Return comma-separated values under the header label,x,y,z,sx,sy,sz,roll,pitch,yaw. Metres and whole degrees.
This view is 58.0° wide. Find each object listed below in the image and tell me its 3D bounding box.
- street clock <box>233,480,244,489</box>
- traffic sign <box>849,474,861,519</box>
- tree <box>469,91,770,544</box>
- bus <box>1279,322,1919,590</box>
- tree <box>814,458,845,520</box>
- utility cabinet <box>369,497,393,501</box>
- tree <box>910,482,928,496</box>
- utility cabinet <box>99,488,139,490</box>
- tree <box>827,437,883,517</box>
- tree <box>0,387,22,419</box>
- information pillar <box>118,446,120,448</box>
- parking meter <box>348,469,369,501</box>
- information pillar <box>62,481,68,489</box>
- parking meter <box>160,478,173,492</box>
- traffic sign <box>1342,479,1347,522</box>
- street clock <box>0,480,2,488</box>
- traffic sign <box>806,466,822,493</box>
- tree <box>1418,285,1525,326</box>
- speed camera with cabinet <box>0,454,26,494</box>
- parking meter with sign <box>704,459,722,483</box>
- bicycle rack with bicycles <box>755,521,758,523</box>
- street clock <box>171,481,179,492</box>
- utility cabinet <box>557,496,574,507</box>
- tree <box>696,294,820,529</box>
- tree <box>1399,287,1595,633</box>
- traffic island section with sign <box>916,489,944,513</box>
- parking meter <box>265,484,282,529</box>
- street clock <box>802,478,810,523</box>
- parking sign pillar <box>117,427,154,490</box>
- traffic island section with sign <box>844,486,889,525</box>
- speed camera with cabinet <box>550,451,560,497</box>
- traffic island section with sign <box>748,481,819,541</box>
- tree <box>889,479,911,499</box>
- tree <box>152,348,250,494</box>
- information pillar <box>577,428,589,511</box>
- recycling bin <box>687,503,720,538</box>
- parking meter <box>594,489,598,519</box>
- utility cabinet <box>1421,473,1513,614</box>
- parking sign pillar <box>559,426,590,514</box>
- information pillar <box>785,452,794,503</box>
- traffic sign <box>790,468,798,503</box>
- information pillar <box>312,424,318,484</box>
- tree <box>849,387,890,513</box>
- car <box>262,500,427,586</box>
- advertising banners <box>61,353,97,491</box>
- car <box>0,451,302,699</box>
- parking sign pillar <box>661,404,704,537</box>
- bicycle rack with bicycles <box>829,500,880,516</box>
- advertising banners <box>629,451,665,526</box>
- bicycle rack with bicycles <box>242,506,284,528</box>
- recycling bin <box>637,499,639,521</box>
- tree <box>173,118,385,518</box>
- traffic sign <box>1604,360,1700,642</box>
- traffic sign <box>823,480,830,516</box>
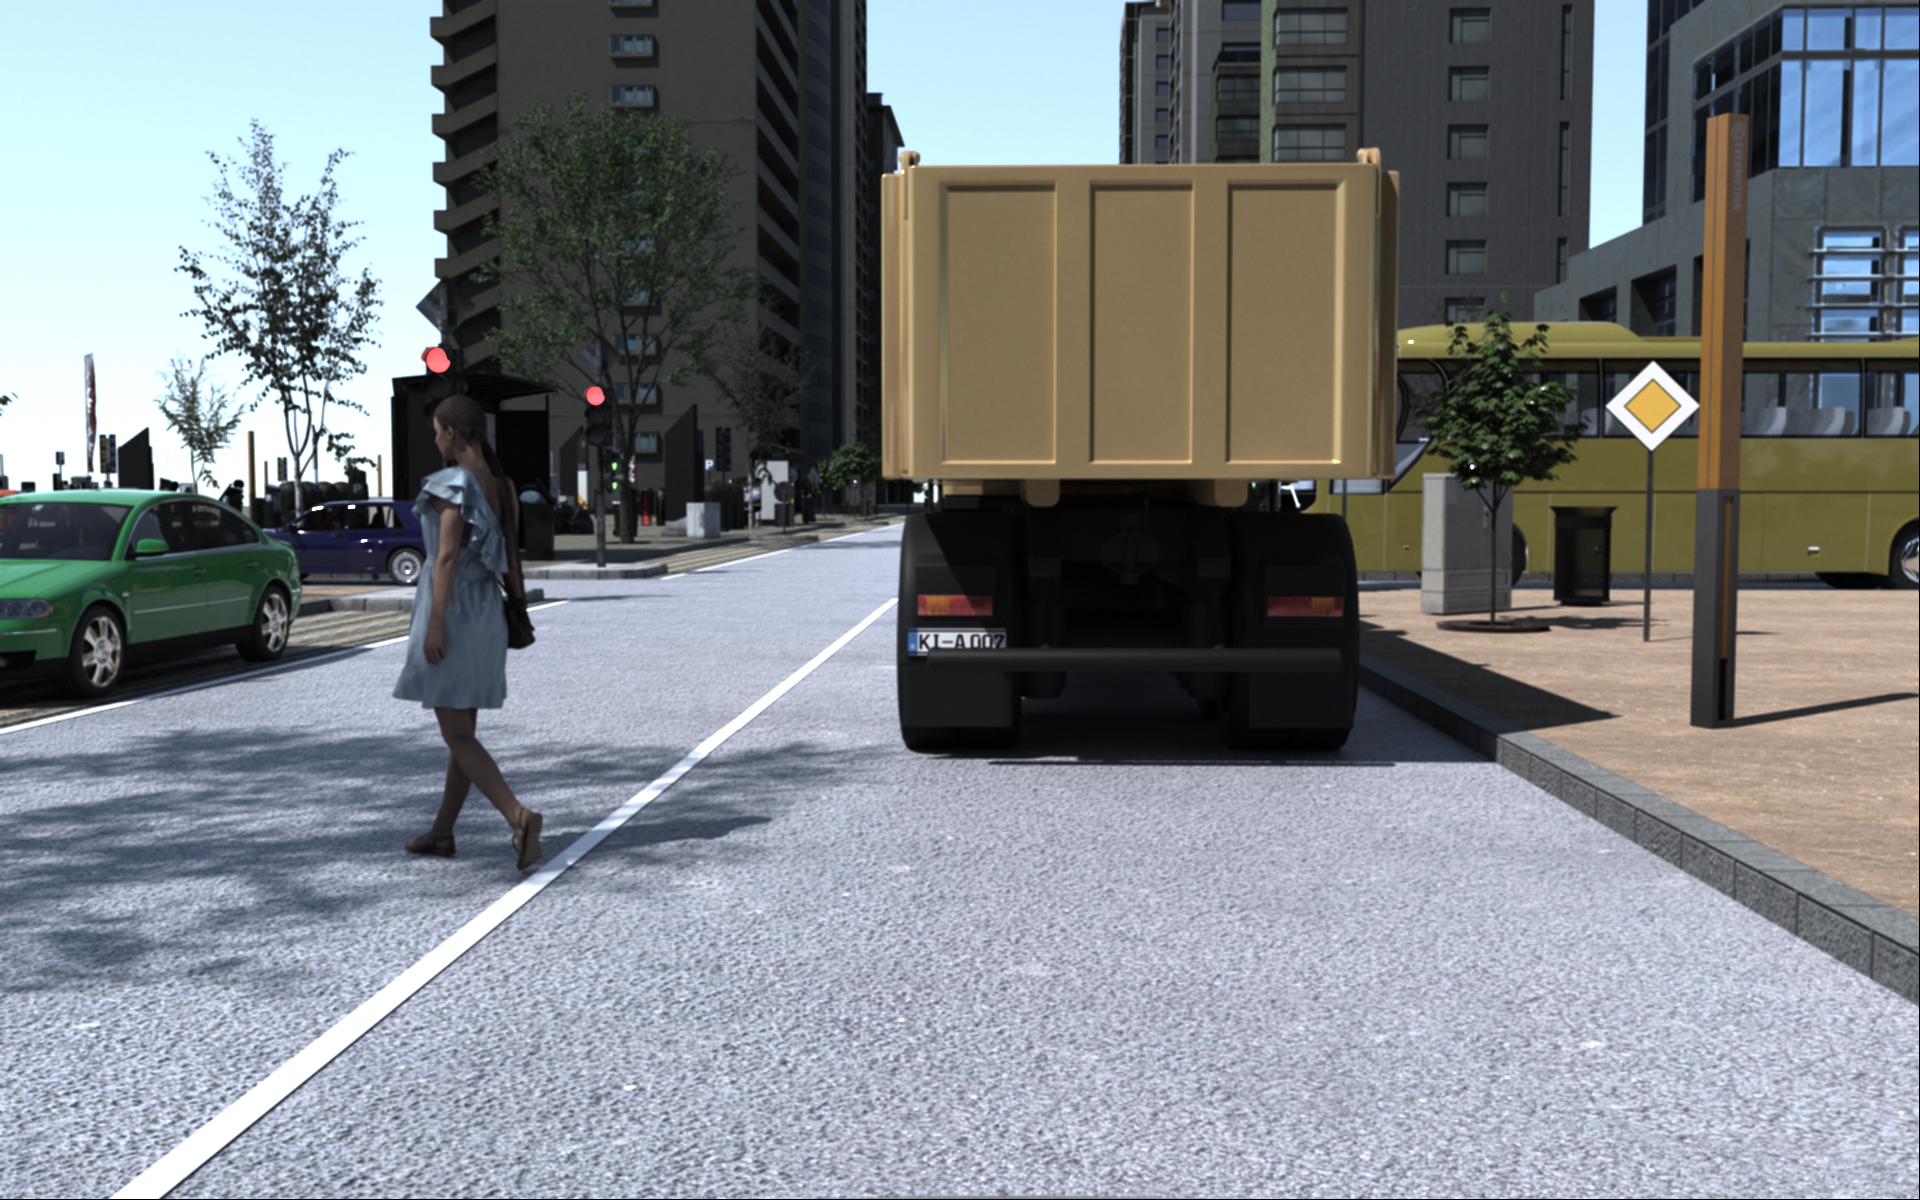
label,x,y,z,sx,sy,sz,roll,pitch,yaw
street clock,-36.193,-5.039,86.952,0.471,2.002,0.358,1,4,11
traffic sign,-5.486,-5.405,90.494,0.606,2.300,0.079,1,4,9
tree,-8.636,-7.265,44.542,9.928,11.665,9.643,0,3,0
bus,10.652,-2.062,25.262,12.252,3.916,2.896,0,4,1
tree,-6.696,-5.527,84.974,1.663,3.219,1.824,0,3,0
utility cabinet,-14.776,-2.045,44.594,1.020,1.237,0.306,2,4,34
tree,-3.663,-9.892,156.337,1.663,3.219,1.824,0,3,0
utility cabinet,-28.639,-3.081,59.045,1.173,1.500,0.318,-1,4,-14
tree,-5.934,-6.900,96.522,4.285,4.588,4.351,0,3,0
tree,-9.243,-1.232,14.745,1.663,3.219,1.824,0,3,0
information pillar,-40.519,-5.664,83.958,0.504,3.616,0.183,0,4,-3
parking meter,-12.868,-1.918,37.074,0.399,1.863,0.255,-1,4,-16
information pillar,-48.636,-5.477,94.048,0.304,2.012,0.304,1,4,23
parking meter,-28.086,-3.401,61.321,0.399,1.863,0.255,-1,4,-22
traffic sign,5.038,-1.258,22.706,0.606,2.300,0.079,1,4,12
street clock,-45.941,-4.773,82.603,0.471,2.002,0.358,0,4,4
traffic sign,-6.800,-4.902,80.147,0.884,2.594,0.081,1,4,11
tree,17.212,-6.754,60.788,4.360,8.622,3.978,0,3,0
speed camera with cabinet,-47.087,-5.587,85.679,0.660,3.252,2.038,0,4,6
parking meter with sign,-12.375,-5.598,87.784,0.543,3.016,1.738,1,4,13
bicycle rack with bicycles,-10.127,-3.812,75.708,2.925,0.926,2.852,-2,4,-28
street clock,-44.564,-5.732,98.285,0.358,2.002,0.471,2,4,25
utility cabinet,-13.078,-2.833,57.483,0.306,1.237,1.020,-2,4,-30
tree,-7.396,-6.885,62.925,4.360,8.622,3.978,0,3,0
tree,5.056,-1.323,16.231,1.663,3.219,1.824,0,3,0
traffic island section with sign,-2.305,-7.436,130.201,1.989,1.847,2.006,0,4,2
parking meter,-17.080,-2.122,43.100,0.372,1.533,0.369,0,3,0
street clock,-6.801,-4.388,76.309,0.358,2.002,0.471,1,4,9
parking sign pillar,-33.234,-4.978,69.856,1.447,3.967,1.447,0,4,5
traffic island section with sign,-4.319,-4.376,80.168,1.989,1.847,2.006,0,4,2
speed camera with cabinet,-18.559,-5.267,80.453,0.660,3.252,2.038,2,4,32
traffic island section with sign,-5.395,-2.728,53.234,1.989,1.847,2.006,0,4,2
tree,-4.618,-12.326,151.887,4.360,8.622,3.978,0,3,0
tree,-38.798,-8.432,88.221,4.737,8.622,4.395,0,3,0
information pillar,-13.419,-4.303,61.713,0.504,3.616,0.183,3,4,38
recycling bin,-7.489,-2.326,50.582,0.722,1.027,0.722,2,4,35
parking meter,-19.011,-5.050,90.974,0.372,1.533,0.369,0,3,0
utility cabinet,5.476,-0.610,18.646,1.173,1.500,0.318,-3,4,-37
parking sign pillar,-15.410,-4.938,69.212,1.447,3.967,1.447,3,4,37
information pillar,-9.476,-6.408,96.126,0.504,3.616,0.183,0,4,7
traffic sign,-8.204,-5.110,83.647,0.768,2.556,0.104,0,4,8
information pillar,-21.587,-4.076,57.995,0.183,3.616,0.504,-2,4,-31
tree,-5.109,-10.064,114.910,4.737,8.622,4.395,0,3,0
car,-9.833,-0.926,27.727,3.894,1.354,1.945,0,4,3
advertising banners,-11.338,-1.597,22.302,0.090,3.025,2.074,-3,4,-37
car,-6.800,-0.287,13.486,1.959,1.807,4.718,0,4,2
parking sign pillar,-8.342,-3.912,52.426,1.447,3.967,1.447,3,4,38
bicycle rack with bicycles,-6.627,-5.525,103.719,2.925,0.926,2.852,2,4,29
advertising banners,-12.669,-4.515,70.002,2.074,3.025,0.090,2,4,29
bicycle rack with bicycles,-21.351,-2.334,51.538,2.852,0.926,2.925,-2,4,-31
recycling bin,-15.760,-4.270,82.366,0.722,1.027,0.722,-3,4,-38
tree,-13.161,-5.127,34.184,4.360,8.622,3.978,0,3,0
traffic sign,5.959,-0.843,14.972,0.795,2.450,0.064,1,4,10
traffic sign,-7.925,-6.132,100.372,0.768,2.556,0.104,1,4,8
